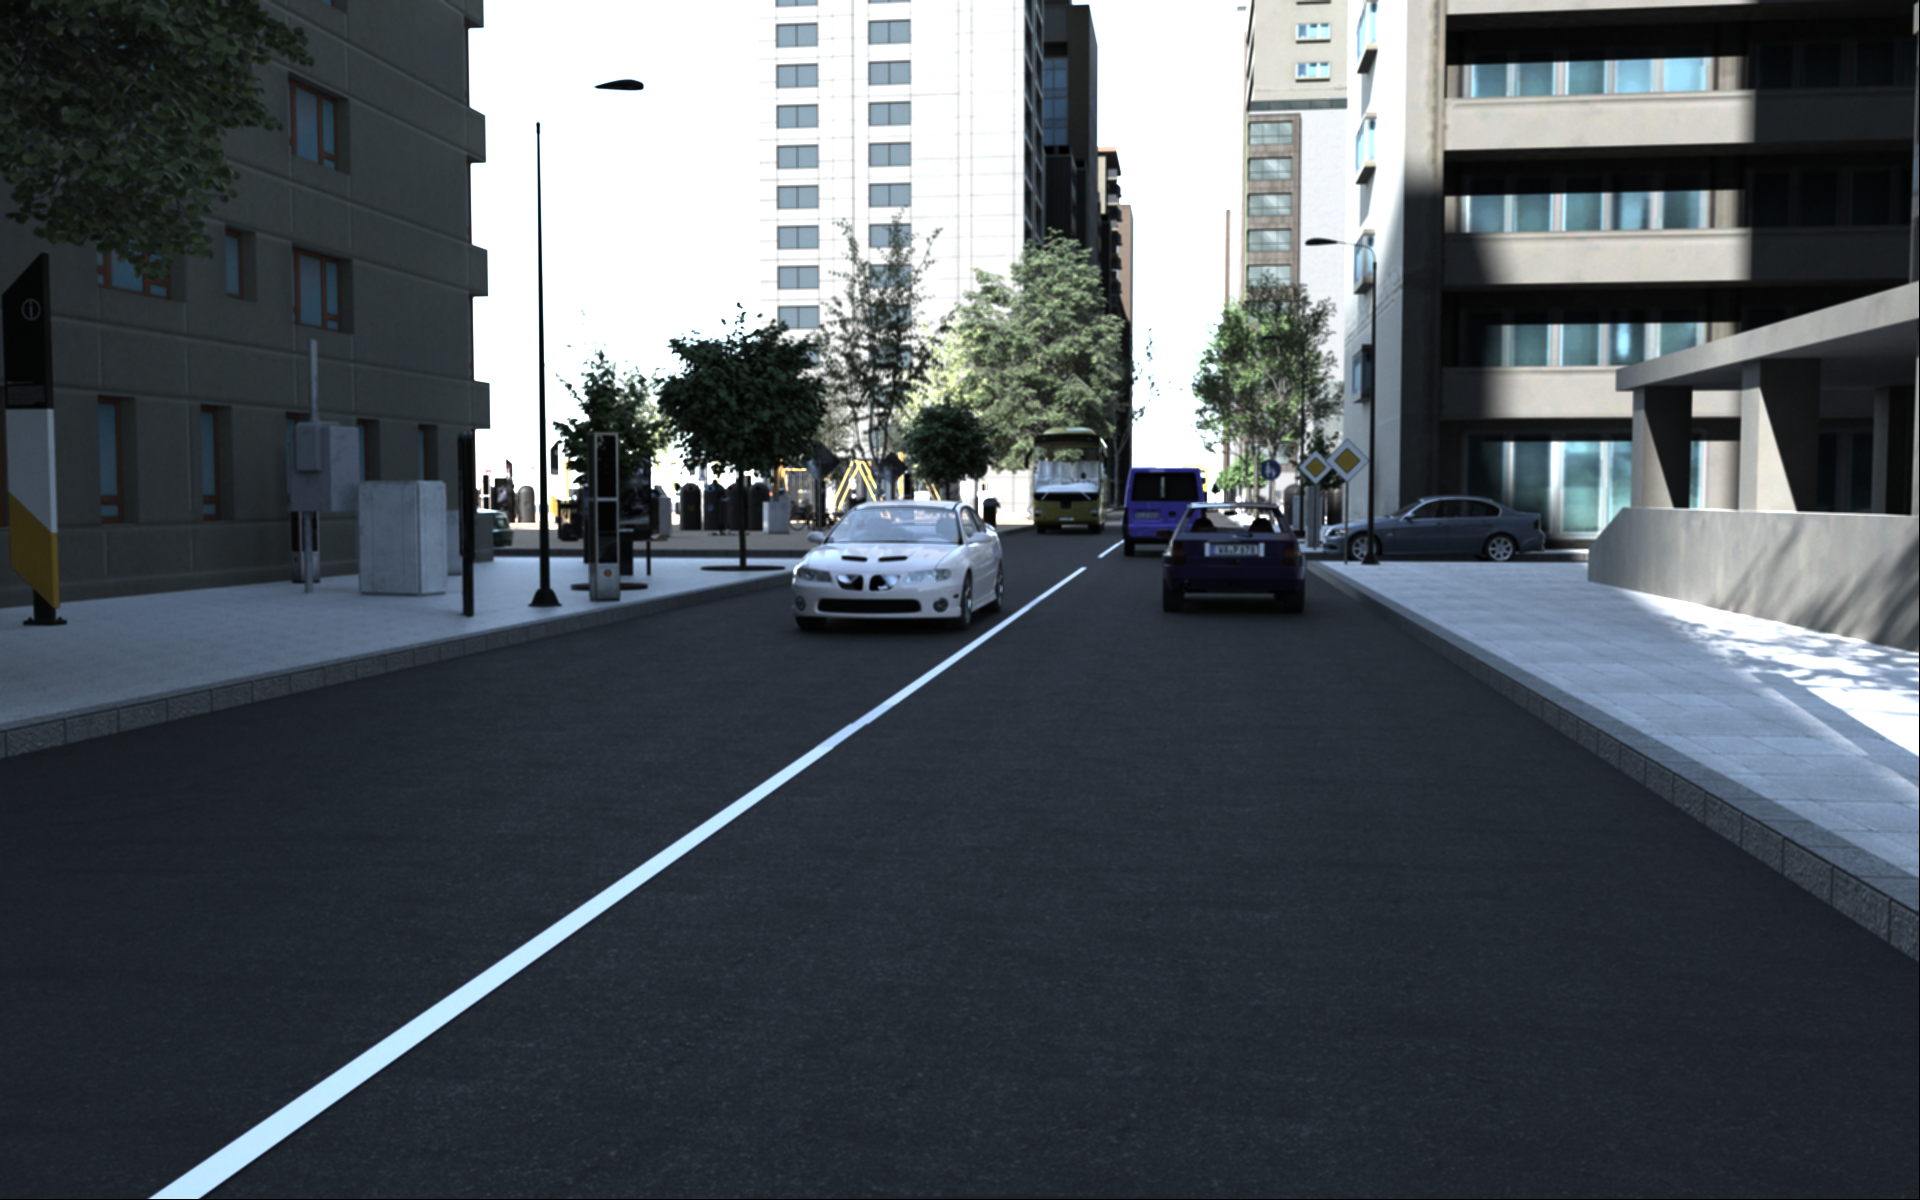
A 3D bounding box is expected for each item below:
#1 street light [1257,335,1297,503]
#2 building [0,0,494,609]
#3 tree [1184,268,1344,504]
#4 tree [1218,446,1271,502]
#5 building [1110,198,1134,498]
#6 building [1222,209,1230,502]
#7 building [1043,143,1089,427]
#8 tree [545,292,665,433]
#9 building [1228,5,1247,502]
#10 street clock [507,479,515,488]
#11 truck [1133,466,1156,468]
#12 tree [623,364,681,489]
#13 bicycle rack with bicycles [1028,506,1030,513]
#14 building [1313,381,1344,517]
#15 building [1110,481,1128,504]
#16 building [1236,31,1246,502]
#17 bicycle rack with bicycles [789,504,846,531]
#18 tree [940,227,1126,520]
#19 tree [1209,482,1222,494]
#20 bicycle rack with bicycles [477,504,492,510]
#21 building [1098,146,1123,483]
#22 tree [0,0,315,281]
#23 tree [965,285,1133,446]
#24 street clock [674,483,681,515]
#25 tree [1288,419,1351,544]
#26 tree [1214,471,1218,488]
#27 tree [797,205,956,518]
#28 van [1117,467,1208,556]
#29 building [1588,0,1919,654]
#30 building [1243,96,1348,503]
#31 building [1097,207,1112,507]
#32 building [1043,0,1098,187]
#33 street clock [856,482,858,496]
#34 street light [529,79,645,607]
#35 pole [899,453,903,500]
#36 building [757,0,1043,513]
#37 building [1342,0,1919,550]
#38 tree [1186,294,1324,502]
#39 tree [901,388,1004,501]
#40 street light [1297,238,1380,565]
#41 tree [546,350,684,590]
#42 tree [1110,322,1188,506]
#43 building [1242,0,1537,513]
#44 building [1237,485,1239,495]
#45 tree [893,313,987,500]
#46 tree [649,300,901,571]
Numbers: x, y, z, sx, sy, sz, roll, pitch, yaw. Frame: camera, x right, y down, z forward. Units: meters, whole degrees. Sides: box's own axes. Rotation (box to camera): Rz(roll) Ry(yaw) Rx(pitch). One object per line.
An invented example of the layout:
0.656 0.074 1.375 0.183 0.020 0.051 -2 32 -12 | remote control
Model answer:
9.481 -4.783 50.737 1.470 5.913 1.316 0 4 8 | street light
-25.064 -10.742 20.678 28.899 21.520 27.650 0 4 8 | building
12.882 -8.438 72.374 8.767 10.594 7.601 3 5 45 | tree
20.001 -8.252 118.639 4.285 4.588 4.351 0 3 0 | tree
18.890 -37.308 260.088 14.600 45.320 14.200 0 4 8 | building
46.952 -37.477 262.858 14.600 45.320 14.200 0 4 8 | building
3.264 -22.770 143.996 14.160 30.474 14.107 0 4 8 | building
-13.292 -6.967 64.267 4.360 8.622 3.978 0 3 0 | tree
43.422 -40.903 210.769 21.231 58.520 28.212 0 4 8 | building
-21.401 -4.766 82.498 0.358 2.002 0.471 0 4 -2 | street clock
18.502 -11.229 173.357 2.967 4.110 18.799 0 4 6 | truck
-16.920 -8.977 97.136 4.737 8.622 4.395 0 3 0 | tree
5.935 -5.666 106.029 2.925 0.926 2.852 2 4 27 | bicycle rack with bicycles
31.262 -47.537 89.900 22.319 86.520 31.000 0 4 8 | building
7.680 -33.639 241.885 32.217 40.220 23.993 0 4 8 | building
33.627 -31.474 164.704 14.600 45.320 14.200 0 4 8 | building
-4.520 -2.897 60.744 2.925 0.926 2.852 -1 4 -9 | bicycle rack with bicycles
3.684 -10.891 84.720 9.857 13.997 8.962 0 3 0 | tree
35.662 -15.182 242.828 1.663 3.219 1.824 0 3 0 | tree
-20.898 -3.693 73.768 2.852 0.926 2.925 0 4 -5 | bicycle rack with bicycles
8.636 -34.242 214.472 22.147 44.769 28.867 0 4 8 | building
-6.381 -5.654 10.567 7.486 12.596 7.792 0 3 0 | tree
4.844 -11.448 97.545 12.009 13.543 11.850 0 3 0 | tree
-17.374 -6.227 106.381 0.471 2.002 0.358 -3 5 -42 | street clock
9.283 -3.070 44.795 1.663 3.219 1.824 0 3 0 | tree
30.575 -13.076 197.499 4.285 4.588 4.351 0 3 0 | tree
-2.126 -5.780 44.857 4.360 8.622 3.978 0 3 0 | tree
4.889 -2.280 41.664 2.240 2.365 5.245 0 4 6 | van
24.317 -19.784 15.347 32.217 40.220 23.993 0 4 8 | building
28.384 -21.905 129.852 14.160 30.474 14.107 0 4 8 | building
7.671 -24.499 172.255 14.160 30.474 14.107 0 4 8 | building
5.231 -31.056 157.874 14.600 45.320 14.200 0 4 8 | building
-6.270 -6.087 104.095 0.358 2.002 0.471 -1 4 -9 | street clock
-4.219 -2.878 19.597 1.470 5.913 1.316 0 4 8 | street light
-2.864 -5.511 83.954 0.158 3.312 0.155 0 3 0 | pole
-2.305 -42.065 126.013 20.563 71.187 20.611 0 4 8 | building
21.836 -25.906 47.267 21.600 48.544 21.300 0 4 8 | building
15.404 -10.087 90.672 9.928 11.665 9.643 0 3 0 | tree
-0.455 -4.275 53.609 4.285 4.588 4.351 0 3 0 | tree
6.961 -3.608 31.536 1.470 5.913 1.316 0 4 8 | street light
-4.878 -1.768 23.501 1.663 3.219 1.824 0 3 0 | tree
18.485 -20.413 189.649 12.611 20.169 13.585 0 3 0 | tree
35.140 -31.968 146.381 21.300 48.544 21.600 0 4 8 | building
35.808 -30.287 178.780 14.154 41.232 14.086 0 4 8 | building
-0.809 -7.373 70.909 4.737 8.622 4.395 0 3 0 | tree
-3.703 -2.804 29.557 4.285 4.588 4.351 0 3 0 | tree
